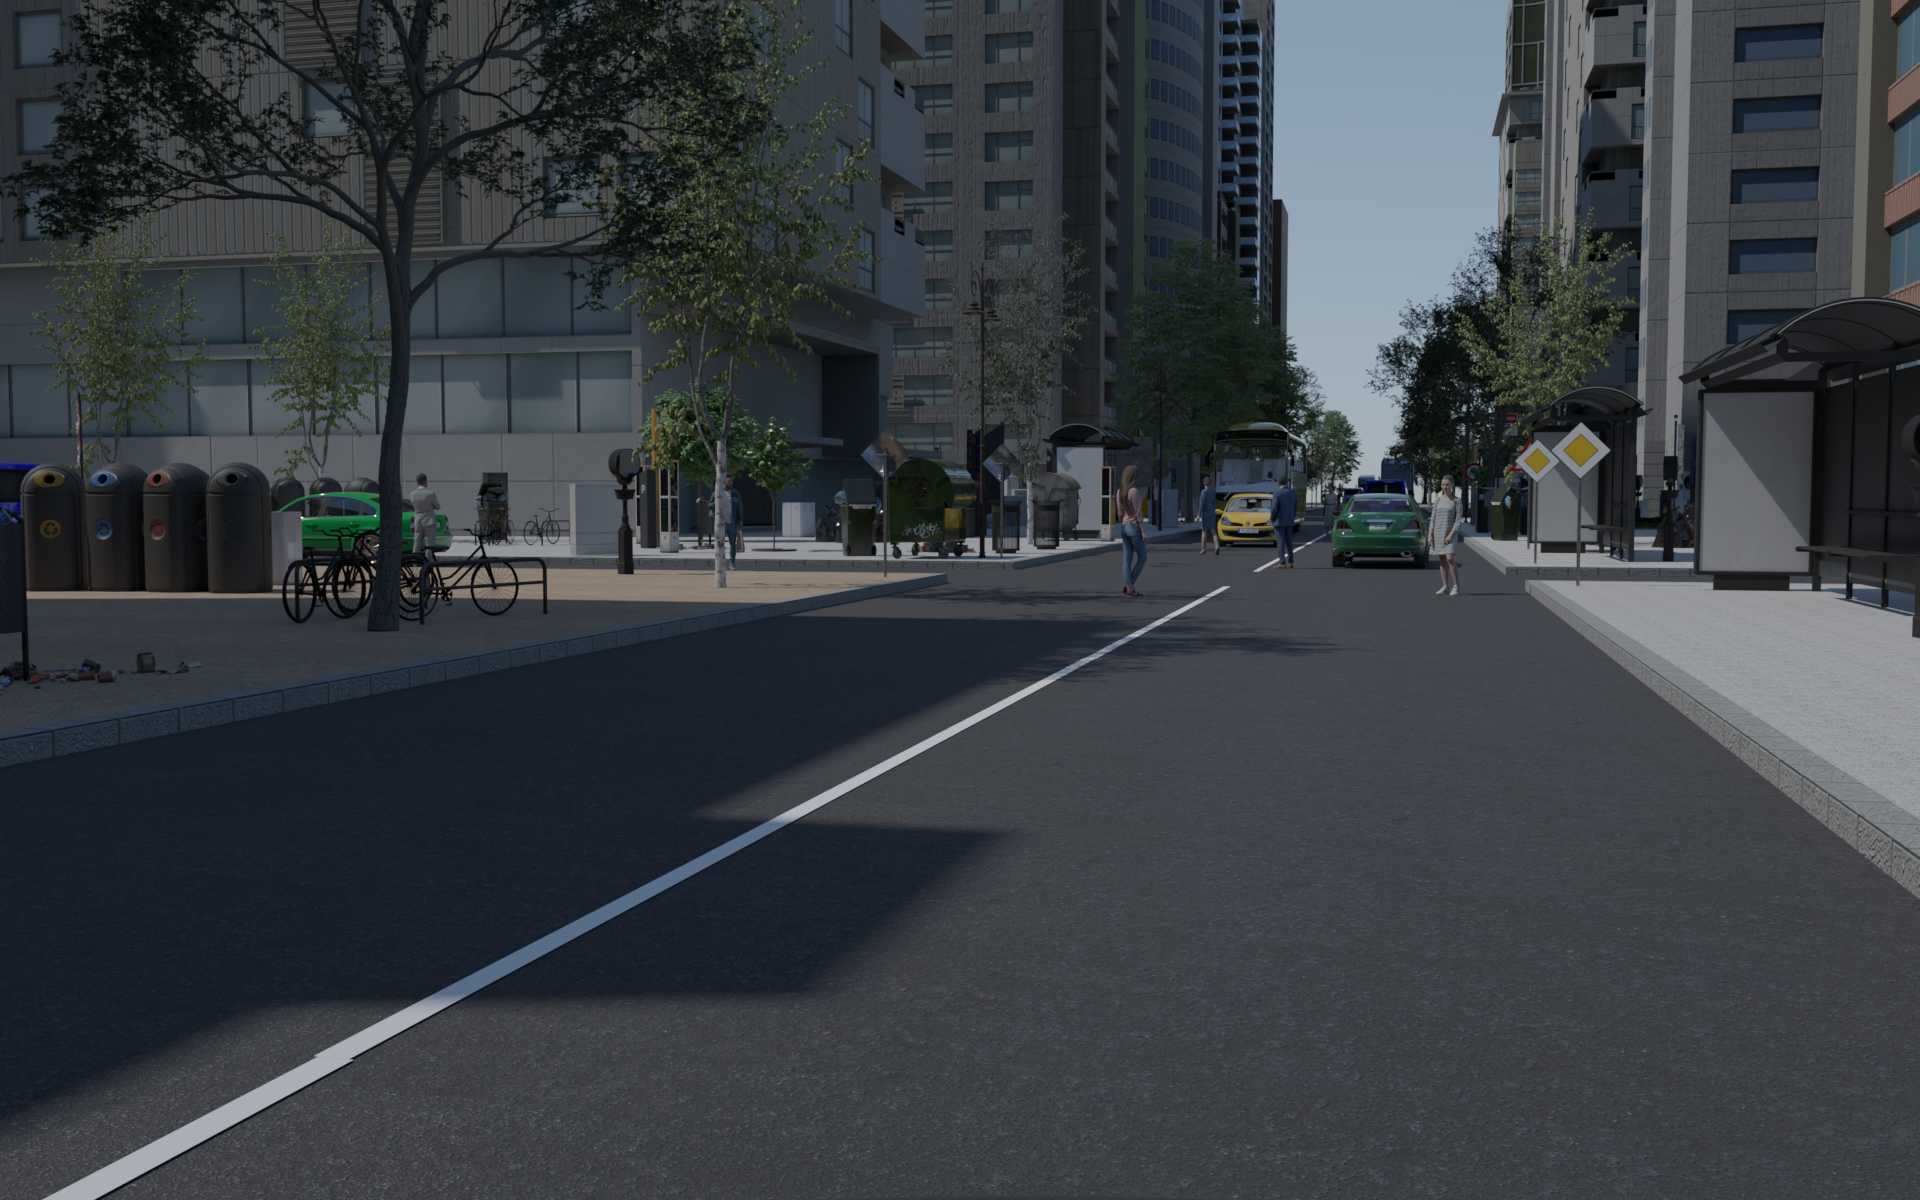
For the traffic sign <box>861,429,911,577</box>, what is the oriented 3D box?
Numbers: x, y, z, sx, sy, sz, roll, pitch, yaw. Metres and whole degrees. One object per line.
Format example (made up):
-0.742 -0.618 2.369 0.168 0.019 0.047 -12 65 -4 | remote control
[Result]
-1.148 -1.407 26.640 0.795 2.450 0.064 1 4 14 | traffic sign

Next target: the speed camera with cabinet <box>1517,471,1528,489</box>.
22.370 -4.647 70.320 2.038 3.252 0.660 3 5 42 | speed camera with cabinet

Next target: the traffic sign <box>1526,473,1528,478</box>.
22.803 -4.192 68.649 0.768 2.556 0.104 1 4 23 | traffic sign

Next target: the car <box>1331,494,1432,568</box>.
8.574 -1.428 35.144 2.131 1.459 4.920 1 4 16 | car

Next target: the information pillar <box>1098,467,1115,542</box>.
3.982 -2.579 46.658 0.304 2.012 0.304 2 4 29 | information pillar

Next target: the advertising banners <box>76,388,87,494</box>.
-14.996 -2.042 29.568 0.090 3.025 2.074 -2 4 -25 | advertising banners

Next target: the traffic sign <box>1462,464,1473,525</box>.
21.061 -4.353 71.281 0.768 2.556 0.104 1 4 16 | traffic sign

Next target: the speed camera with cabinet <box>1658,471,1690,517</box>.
27.778 -4.421 66.620 0.660 3.252 2.038 -1 4 -17 | speed camera with cabinet

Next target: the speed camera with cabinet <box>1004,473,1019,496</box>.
3.196 -5.725 87.936 2.038 3.252 0.660 -2 4 -24 | speed camera with cabinet

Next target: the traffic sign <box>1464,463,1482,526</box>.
20.823 -4.286 70.182 0.768 2.556 0.104 1 4 19 | traffic sign

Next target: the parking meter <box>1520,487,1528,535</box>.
17.794 -2.811 54.376 0.372 1.533 0.369 0 3 0 | parking meter

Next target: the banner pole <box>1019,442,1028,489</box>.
3.031 -5.704 83.274 0.863 3.779 0.401 -3 5 -42 | banner pole

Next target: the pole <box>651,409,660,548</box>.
-7.284 -2.918 41.550 0.158 3.312 0.155 0 3 0 | pole

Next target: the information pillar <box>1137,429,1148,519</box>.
6.549 -4.336 62.242 0.504 3.616 0.183 -3 5 -43 | information pillar

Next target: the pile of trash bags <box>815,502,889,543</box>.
-2.075 -2.241 46.390 3.447 1.369 1.912 -2 4 -24 | pile of trash bags

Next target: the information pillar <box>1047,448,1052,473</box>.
4.558 -5.864 87.225 0.504 3.616 0.183 3 5 41 | information pillar

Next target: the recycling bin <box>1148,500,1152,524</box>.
8.550 -3.779 74.335 0.722 1.027 0.722 3 4 36 | recycling bin

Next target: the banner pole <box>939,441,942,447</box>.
-1.022 -5.590 81.418 0.401 3.779 0.863 2 4 26 | banner pole

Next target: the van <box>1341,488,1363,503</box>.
37.563 -9.848 165.406 2.240 2.365 5.245 1 4 14 | van

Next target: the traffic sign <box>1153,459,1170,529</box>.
7.246 -3.846 62.990 0.768 2.556 0.104 1 4 19 | traffic sign

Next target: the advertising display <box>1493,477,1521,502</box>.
20.134 -3.580 63.748 0.974 1.923 0.123 0 4 8 | advertising display

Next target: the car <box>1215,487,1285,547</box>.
8.116 -2.308 47.956 2.015 1.641 3.980 1 4 13 | car

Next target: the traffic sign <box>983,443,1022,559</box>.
0.828 -1.880 34.378 0.795 2.450 0.064 1 4 14 | traffic sign

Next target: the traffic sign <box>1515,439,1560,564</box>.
10.604 -1.726 31.869 0.795 2.450 0.064 1 4 14 | traffic sign

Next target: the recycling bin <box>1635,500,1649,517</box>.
27.553 -3.550 70.604 0.722 1.027 0.722 -1 4 -9 | recycling bin

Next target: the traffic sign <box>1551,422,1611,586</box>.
8.628 -1.253 24.131 0.795 2.450 0.064 1 4 14 | traffic sign

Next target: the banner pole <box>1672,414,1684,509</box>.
22.659 -3.955 54.674 0.863 3.779 0.401 -3 5 -44 | banner pole

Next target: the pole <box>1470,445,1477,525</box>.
21.400 -4.791 72.168 0.158 3.312 0.155 0 3 0 | pole

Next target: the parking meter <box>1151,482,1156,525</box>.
8.078 -4.006 71.204 0.255 1.863 0.399 -2 4 -32 | parking meter

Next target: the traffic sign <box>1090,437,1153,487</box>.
5.753 -4.161 61.911 2.265 3.308 0.079 1 4 16 | traffic sign

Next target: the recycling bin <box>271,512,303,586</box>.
-9.803 -0.735 24.575 0.722 1.027 0.722 0 4 -3 | recycling bin

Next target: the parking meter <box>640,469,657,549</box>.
-7.365 -2.151 40.874 0.255 1.863 0.399 -3 5 -39 | parking meter

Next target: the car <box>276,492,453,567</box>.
-12.670 -1.602 34.990 4.718 1.807 1.959 1 4 12 | car

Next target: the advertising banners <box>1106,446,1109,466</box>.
4.612 -3.908 60.079 0.090 3.025 2.074 3 4 37 | advertising banners

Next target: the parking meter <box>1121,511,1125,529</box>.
6.039 -3.322 62.729 0.372 1.533 0.369 0 3 0 | parking meter

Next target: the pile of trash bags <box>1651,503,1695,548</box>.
18.409 -1.958 41.762 3.447 1.369 1.912 -2 4 -34 | pile of trash bags

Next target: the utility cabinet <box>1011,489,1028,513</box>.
2.990 -4.467 81.722 1.173 1.500 0.318 -2 4 -35 | utility cabinet

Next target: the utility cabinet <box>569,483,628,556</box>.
-7.503 -1.670 35.988 1.173 1.500 0.318 -3 4 -37 | utility cabinet

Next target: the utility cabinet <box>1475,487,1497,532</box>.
17.665 -3.014 57.956 0.318 1.500 1.173 -1 4 -12 | utility cabinet

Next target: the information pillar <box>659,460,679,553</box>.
-6.329 -2.031 37.695 0.304 2.012 0.304 2 4 33 | information pillar

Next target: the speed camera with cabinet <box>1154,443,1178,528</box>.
7.969 -4.437 66.879 0.660 3.252 2.038 0 4 -4 | speed camera with cabinet

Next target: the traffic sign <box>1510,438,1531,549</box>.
13.207 -2.456 40.166 0.884 2.594 0.081 1 4 21 | traffic sign

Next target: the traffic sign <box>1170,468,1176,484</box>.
8.243 -4.055 68.426 0.606 2.300 0.079 1 4 19 | traffic sign

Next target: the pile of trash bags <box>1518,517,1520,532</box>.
19.429 -3.118 60.730 1.912 1.369 3.447 0 4 -2 | pile of trash bags

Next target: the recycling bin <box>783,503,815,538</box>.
-4.789 -2.381 51.489 0.722 1.027 0.722 2 4 32 | recycling bin

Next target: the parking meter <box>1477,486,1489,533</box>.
17.240 -2.977 57.084 0.372 1.533 0.369 0 3 0 | parking meter

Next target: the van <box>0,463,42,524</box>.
-20.972 -1.876 35.058 5.245 2.365 2.240 1 4 14 | van

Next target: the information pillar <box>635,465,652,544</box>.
-8.105 -2.440 44.393 0.304 2.012 0.304 2 4 29 | information pillar

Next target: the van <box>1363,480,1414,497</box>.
18.829 -4.403 76.366 2.240 2.365 5.245 1 4 16 | van

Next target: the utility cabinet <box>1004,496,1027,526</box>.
2.170 -3.553 69.256 1.020 1.237 0.306 -1 4 -13 | utility cabinet

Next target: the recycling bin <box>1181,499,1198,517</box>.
12.959 -5.225 97.977 0.722 1.027 0.722 -2 4 -23 | recycling bin
